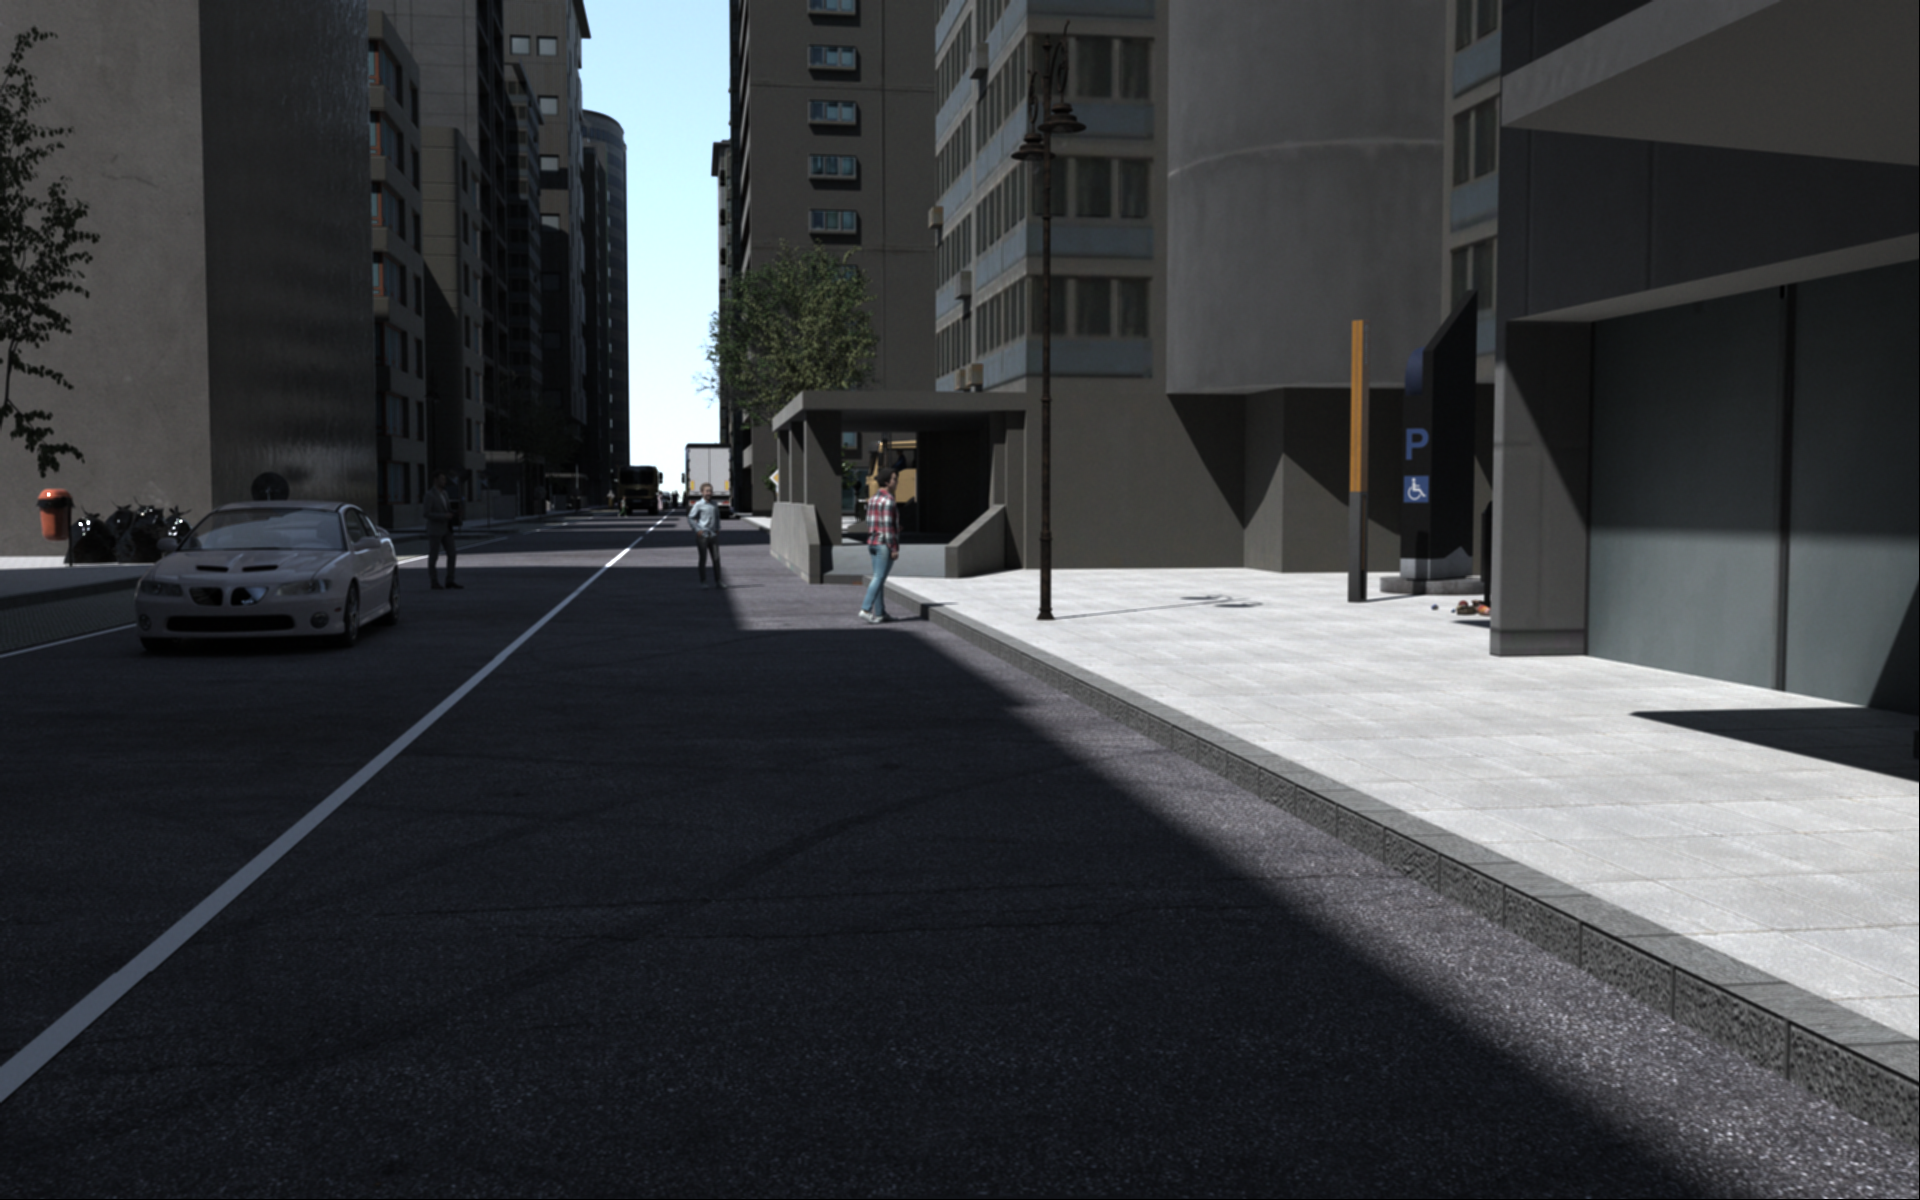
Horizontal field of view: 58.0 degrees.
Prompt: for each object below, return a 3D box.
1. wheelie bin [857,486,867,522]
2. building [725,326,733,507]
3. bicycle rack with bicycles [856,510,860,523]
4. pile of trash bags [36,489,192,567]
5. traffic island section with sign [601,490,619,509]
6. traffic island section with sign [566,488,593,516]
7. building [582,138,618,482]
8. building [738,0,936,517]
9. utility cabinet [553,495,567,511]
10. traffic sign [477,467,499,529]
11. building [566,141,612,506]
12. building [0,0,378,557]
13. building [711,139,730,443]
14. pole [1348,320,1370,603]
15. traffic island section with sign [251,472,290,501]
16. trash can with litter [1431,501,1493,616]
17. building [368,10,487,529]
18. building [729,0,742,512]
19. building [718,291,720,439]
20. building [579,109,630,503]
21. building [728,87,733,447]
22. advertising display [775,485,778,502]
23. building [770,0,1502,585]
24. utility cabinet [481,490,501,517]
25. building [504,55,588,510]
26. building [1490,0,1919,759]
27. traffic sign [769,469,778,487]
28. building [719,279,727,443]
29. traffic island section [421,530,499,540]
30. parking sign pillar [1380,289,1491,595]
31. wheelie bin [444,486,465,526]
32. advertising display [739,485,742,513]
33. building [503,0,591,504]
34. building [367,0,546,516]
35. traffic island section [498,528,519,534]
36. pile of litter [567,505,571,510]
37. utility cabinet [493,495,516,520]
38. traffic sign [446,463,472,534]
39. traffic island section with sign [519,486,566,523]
[{"bbox_3d":[-3.580,-3.660,67.744,0.693,1.594,0.980,-3,5,-41],"label":"wheelie bin"},{"bbox_3d":[-11.367,-21.013,188.608,27.650,21.520,28.899,-1,4,-9],"label":"building"},{"bbox_3d":[-3.188,-3.591,72.103,2.925,0.926,2.852,-3,5,-44],"label":"bicycle rack with bicycles"},{"bbox_3d":[-15.712,-1.363,32.045,1.912,1.369,3.447,1,4,11],"label":"pile of trash bags"},{"bbox_3d":[-32.506,-9.374,161.886,1.989,1.847,2.006,-1,4,-9],"label":"traffic island section with sign"},{"bbox_3d":[-24.828,-6.336,112.220,1.989,1.847,2.006,-1,4,-9],"label":"traffic island section with sign"},{"bbox_3d":[-58.568,-37.477,232.363,23.786,49.044,30.456,-1,4,-9],"label":"building"},{"bbox_3d":[-2.710,-29.600,107.663,21.300,48.544,21.600,-1,4,-9],"label":"building"},{"bbox_3d":[-30.798,-7.473,133.340,1.020,1.237,0.306,-3,5,-43],"label":"utility cabinet"},{"bbox_3d":[-17.236,-3.649,63.309,0.795,2.450,0.064,-1,4,-9],"label":"traffic sign"},{"bbox_3d":[-46.840,-31.257,194.639,14.154,41.232,14.086,-1,4,-9],"label":"building"},{"bbox_3d":[-33.815,-14.535,42.156,34.151,26.468,19.350,-1,4,-9],"label":"building"},{"bbox_3d":[-21.693,-40.675,254.275,28.713,52.752,27.495,-1,4,-9],"label":"building"},{"bbox_3d":[4.711,-1.627,20.438,0.158,3.312,0.155,0,3,0],"label":"pole"},{"bbox_3d":[-12.198,-1.337,30.487,1.989,1.847,2.006,-1,4,-9],"label":"traffic island section with sign"},{"bbox_3d":[6.013,-0.478,18.866,1.678,1.210,2.233,2,4,30],"label":"trash can with litter"},{"bbox_3d":[-36.456,-14.030,74.422,27.650,21.520,28.899,-1,4,-9],"label":"building"},{"bbox_3d":[-10.505,-27.473,132.786,14.154,41.232,14.086,-1,4,-9],"label":"building"},{"bbox_3d":[-28.058,-40.554,282.671,23.786,49.044,30.456,-1,4,-9],"label":"building"},{"bbox_3d":[-61.319,-44.027,261.839,21.231,58.520,28.212,-1,4,-9],"label":"building"},{"bbox_3d":[-9.864,-30.846,158.959,22.147,44.769,28.867,-1,4,-9],"label":"building"},{"bbox_3d":[-7.817,-4.434,77.715,0.974,1.923,0.123,-1,4,-8],"label":"advertising display"},{"bbox_3d":[12.467,-21.021,35.580,32.217,40.220,23.993,-1,4,-9],"label":"building"},{"bbox_3d":[-25.393,-5.198,93.660,0.318,1.500,1.173,3,4,38],"label":"utility cabinet"},{"bbox_3d":[-48.497,-27.787,146.194,32.217,40.220,23.993,-1,4,-9],"label":"building"},{"bbox_3d":[17.040,-25.234,1.822,28.713,52.752,27.495,-1,4,-9],"label":"building"},{"bbox_3d":[-6.763,-3.747,64.901,0.795,2.450,0.064,-1,4,-9],"label":"traffic sign"},{"bbox_3d":[-25.242,-28.227,233.211,14.160,30.474,14.107,-1,4,-9],"label":"building"},{"bbox_3d":[-16.038,-2.030,55.476,2.009,0.180,2.903,-1,4,-9],"label":"traffic island section"},{"bbox_3d":[6.230,-2.083,22.526,1.447,3.967,1.447,3,5,40],"label":"parking sign pillar"},{"bbox_3d":[-20.267,-3.742,69.097,0.980,1.594,0.693,-2,4,-25],"label":"wheelie bin"},{"bbox_3d":[-14.933,-6.882,117.741,0.123,1.923,0.974,0,4,-5],"label":"advertising display"},{"bbox_3d":[-51.684,-35.655,172.198,28.713,52.752,27.495,-1,4,-9],"label":"building"},{"bbox_3d":[-36.700,-40.838,105.949,20.563,71.187,20.611,-1,4,-9],"label":"building"},{"bbox_3d":[-17.258,-2.513,63.367,2.009,0.180,2.903,-1,4,-9],"label":"traffic island section"},{"bbox_3d":[-31.468,-7.533,137.127,1.719,0.858,1.176,-1,4,-16],"label":"pile of litter"},{"bbox_3d":[-22.765,-4.608,86.503,1.020,1.237,0.306,-1,4,-16],"label":"utility cabinet"},{"bbox_3d":[-16.016,-3.167,55.417,0.795,2.450,0.064,-1,4,-9],"label":"traffic sign"},{"bbox_3d":[-20.680,-4.698,85.436,1.989,1.847,2.006,-1,4,-9],"label":"traffic island section with sign"}]
